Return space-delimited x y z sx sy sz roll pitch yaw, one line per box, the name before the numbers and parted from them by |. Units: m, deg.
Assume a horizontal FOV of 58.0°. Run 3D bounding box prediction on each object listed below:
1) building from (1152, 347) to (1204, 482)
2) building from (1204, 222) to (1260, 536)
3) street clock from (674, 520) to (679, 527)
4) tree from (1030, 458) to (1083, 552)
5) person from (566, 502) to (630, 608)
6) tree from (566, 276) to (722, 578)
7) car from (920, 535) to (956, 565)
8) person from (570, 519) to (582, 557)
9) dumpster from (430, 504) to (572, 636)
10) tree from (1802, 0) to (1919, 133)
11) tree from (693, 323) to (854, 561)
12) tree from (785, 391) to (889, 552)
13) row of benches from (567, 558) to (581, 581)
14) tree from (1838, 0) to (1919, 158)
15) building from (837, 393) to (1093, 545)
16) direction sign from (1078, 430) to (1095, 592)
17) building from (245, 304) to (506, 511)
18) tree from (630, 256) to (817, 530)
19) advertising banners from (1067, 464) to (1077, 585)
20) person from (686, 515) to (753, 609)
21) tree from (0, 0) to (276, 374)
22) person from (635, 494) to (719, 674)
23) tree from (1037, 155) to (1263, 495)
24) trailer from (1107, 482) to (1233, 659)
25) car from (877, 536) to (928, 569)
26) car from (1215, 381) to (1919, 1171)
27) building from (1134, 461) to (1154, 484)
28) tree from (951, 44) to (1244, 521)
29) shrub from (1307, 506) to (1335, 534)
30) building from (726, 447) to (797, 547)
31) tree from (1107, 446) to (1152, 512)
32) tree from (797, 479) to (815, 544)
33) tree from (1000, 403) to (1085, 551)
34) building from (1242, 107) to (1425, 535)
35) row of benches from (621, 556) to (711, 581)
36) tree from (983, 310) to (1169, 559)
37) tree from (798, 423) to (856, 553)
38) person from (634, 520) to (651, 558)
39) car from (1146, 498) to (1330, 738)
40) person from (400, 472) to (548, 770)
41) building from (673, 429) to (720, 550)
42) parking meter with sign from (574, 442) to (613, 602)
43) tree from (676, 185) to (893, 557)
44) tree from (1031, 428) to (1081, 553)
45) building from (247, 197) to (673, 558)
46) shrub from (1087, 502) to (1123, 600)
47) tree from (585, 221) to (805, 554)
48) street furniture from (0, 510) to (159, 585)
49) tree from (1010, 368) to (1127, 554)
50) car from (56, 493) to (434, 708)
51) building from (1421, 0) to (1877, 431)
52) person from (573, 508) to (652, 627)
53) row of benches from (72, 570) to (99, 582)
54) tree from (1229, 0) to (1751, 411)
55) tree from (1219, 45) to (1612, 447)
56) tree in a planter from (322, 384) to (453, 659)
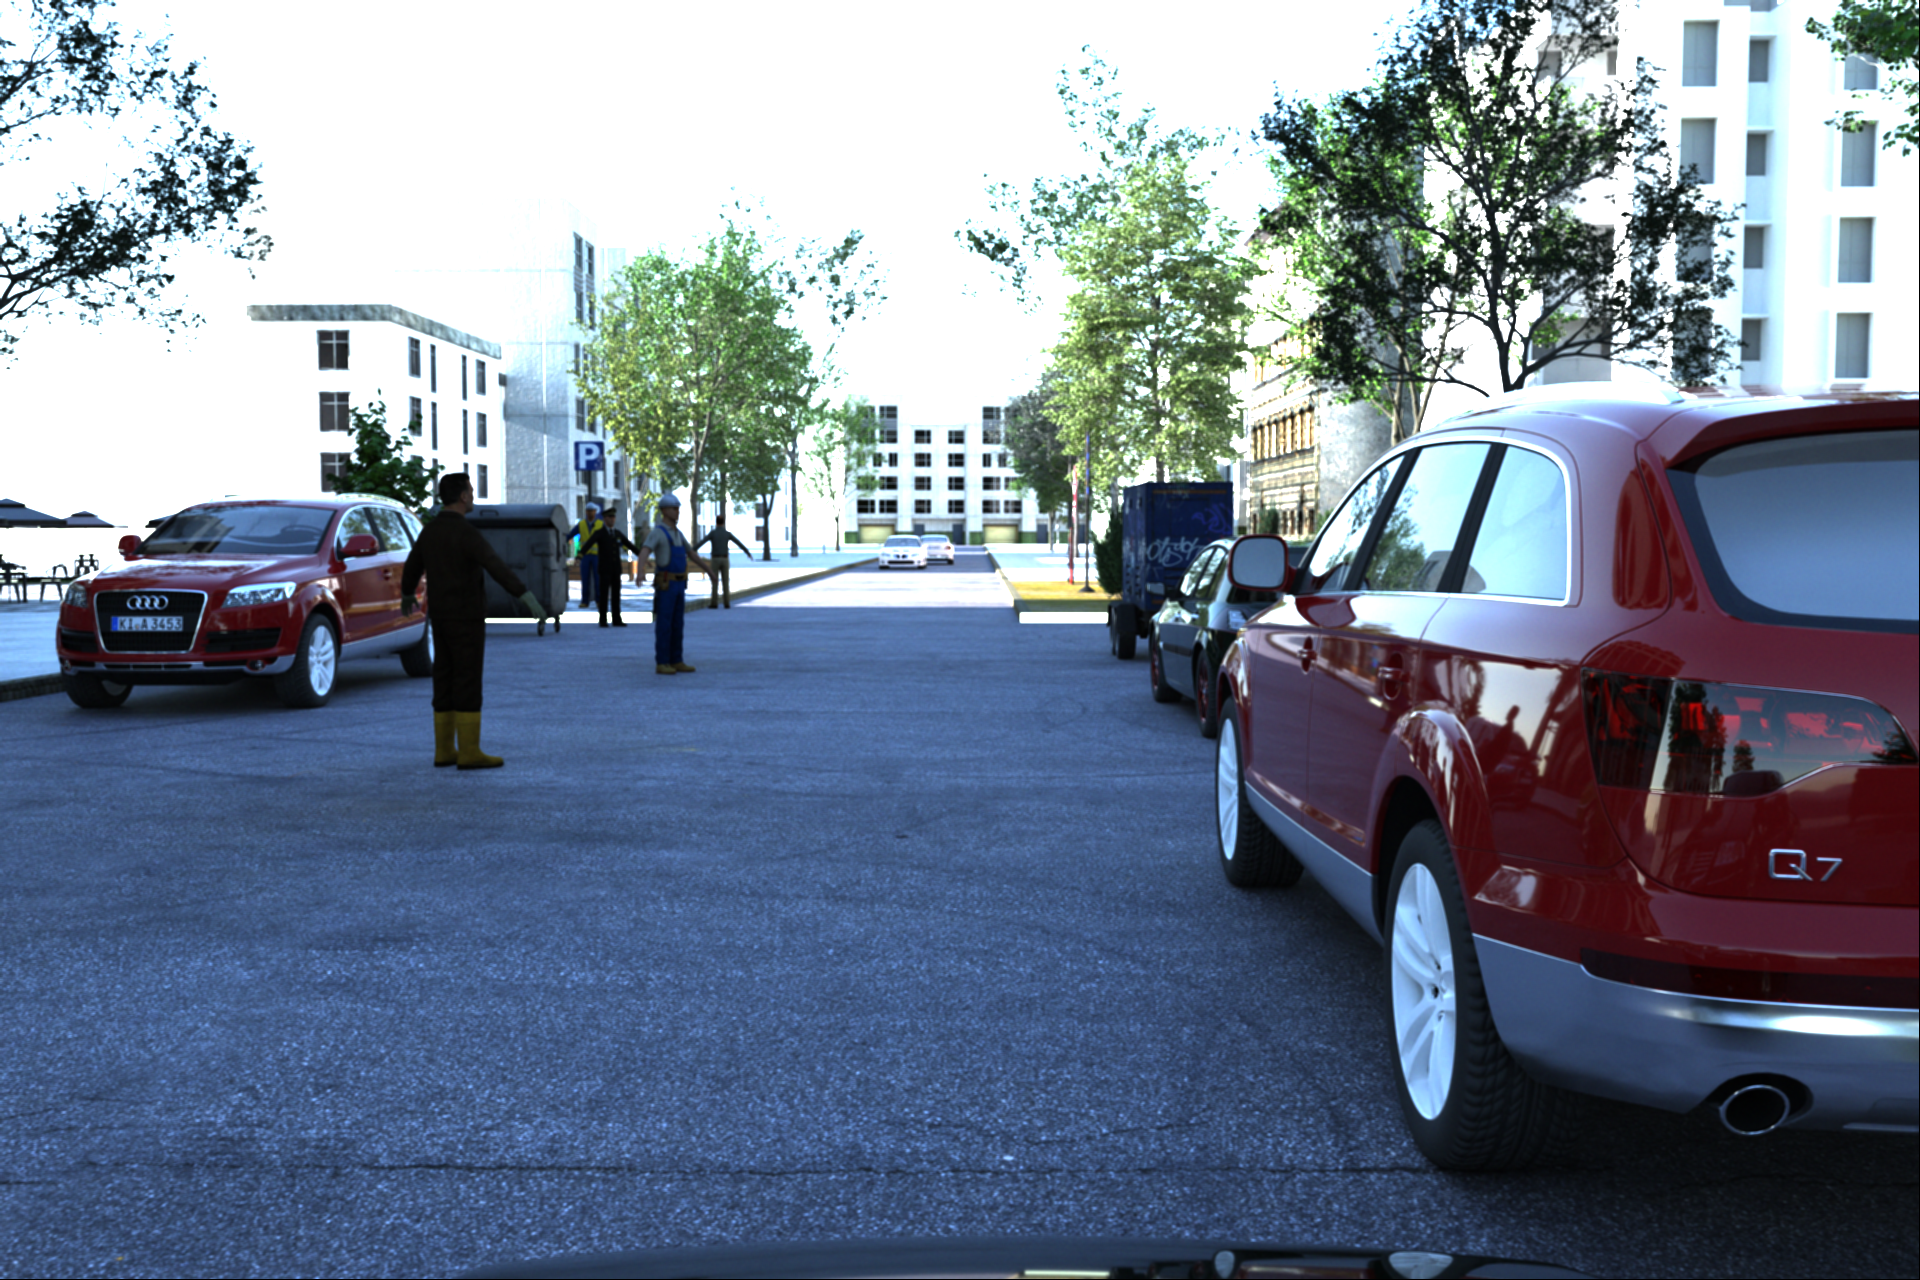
building | 24.138 -19.202 170.374 16.016 20.090 11.380 0 4 1
building | 25.295 -14.671 106.325 16.747 18.905 31.486 0 4 1
street clock | -7.399 -2.457 44.743 0.358 2.002 0.471 0 4 1
tree | 7.030 -10.619 123.983 4.737 8.622 4.395 0 3 0
person | -6.430 -1.482 30.197 1.349 1.833 0.705 0 4 -3
tree | -9.347 -6.108 50.228 4.737 8.622 4.395 0 3 0
car | -1.239 -4.279 82.329 2.083 1.381 4.827 0 4 -1
person | -13.344 -3.352 60.937 1.347 1.817 0.704 3 5 39
dumpster | -6.583 -1.010 24.731 1.865 1.857 1.264 0 4 1
tree | 23.929 -11.125 37.786 12.611 20.169 13.585 0 3 0
tree | -9.148 -9.606 82.809 9.928 11.665 9.643 0 3 0
tree | -9.008 -12.279 126.518 9.928 11.665 9.643 0 3 0
row of benches | -9.448 -1.667 42.716 1.422 0.672 4.104 -1 4 -13
tree | 8.163 -5.160 10.123 9.928 11.665 9.643 0 3 0
building | 0.158 -21.800 225.339 31.486 18.905 16.747 0 4 -7
direction sign | 2.804 -2.824 38.177 0.379 3.537 0.876 0 4 0
building | -24.976 -8.275 77.448 9.099 9.664 28.070 0 4 1
tree | -9.798 -9.366 71.260 7.486 12.596 7.792 0 3 0
advertising banners | 2.865 -2.943 44.305 0.090 3.025 2.074 0 4 0
person | -4.632 -1.507 33.374 1.348 1.796 0.705 -1 4 -20
tree | -12.824 -5.375 22.301 8.767 10.594 7.601 0 4 -3
person | -2.965 -0.584 17.858 0.705 1.847 1.347 2 4 27
tree | 5.845 -8.228 52.655 7.486 12.596 7.792 0 3 0
trailer | 2.504 -0.845 20.870 1.471 1.999 3.904 0 3 0
car | -2.346 -3.629 71.699 2.083 1.381 4.827 0 4 1
car | 2.071 0.198 5.433 2.281 1.827 5.304 0 4 1
building | 25.257 -15.354 193.189 9.099 9.664 28.070 0 4 1
tree | 5.153 -13.098 70.034 12.611 20.169 13.585 0 3 0
shrub | 9.976 -2.563 46.328 1.690 2.028 1.600 0 3 0
building | -21.462 -14.564 180.270 9.099 9.664 28.070 0 3 0
tree | 23.267 -18.841 218.421 12.009 13.543 11.850 0 3 0
tree | -20.704 -16.610 221.942 4.737 8.622 4.395 0 3 0
tree | 6.907 -12.591 131.625 9.928 11.665 9.643 0 3 0
building | 24.299 -15.300 81.076 19.493 23.208 18.063 0 4 0
row of benches | -8.440 -1.992 48.024 1.422 0.672 4.104 3 5 45
tree | 6.255 -11.059 91.186 12.009 13.543 11.850 0 3 0
tree | -9.137 -10.099 115.473 4.360 8.622 3.978 0 3 0
person | -12.126 -3.693 66.512 0.705 1.813 1.348 3 5 43
car | 2.526 -0.232 13.578 2.009 1.686 4.222 0 4 -1
person | -3.060 -0.125 10.643 1.346 1.812 0.704 3 4 37
building | -25.401 -12.823 151.797 9.099 9.664 28.070 0 4 1
parking meter with sign | -6.972 -2.279 33.522 0.543 3.016 1.738 0 4 1
tree | -10.782 -14.724 96.632 12.611 20.169 13.585 0 3 0
tree | 6.391 -10.271 118.299 4.737 8.622 4.395 0 3 0
building | -28.881 -14.712 107.006 16.747 18.905 31.486 0 4 1
shrub | 3.378 -1.826 33.904 1.661 2.075 1.752 0 3 0
tree | -8.787 -8.058 57.503 9.928 11.665 9.643 0 3 0
street furniture | -29.373 -2.418 44.568 27.439 1.986 14.083 0 4 0
tree | 6.571 -11.706 109.528 7.486 12.596 7.792 0 3 0
car | -6.270 -0.445 15.955 2.281 1.827 5.304 0 4 0
building | 22.661 -12.716 64.321 16.016 20.090 11.380 0 4 0
person | -5.400 -1.125 26.781 1.347 1.837 0.705 -3 5 -40
row of benches | -13.723 -0.887 29.962 4.104 0.672 1.422 2 4 27
tree | 8.332 -5.627 26.416 7.601 10.594 8.767 3 4 38
tree | 9.608 -6.810 37.100 9.928 11.665 9.643 0 3 0
tree in a planter | -6.997 -1.444 20.824 1.991 3.239 1.994 0 4 1
